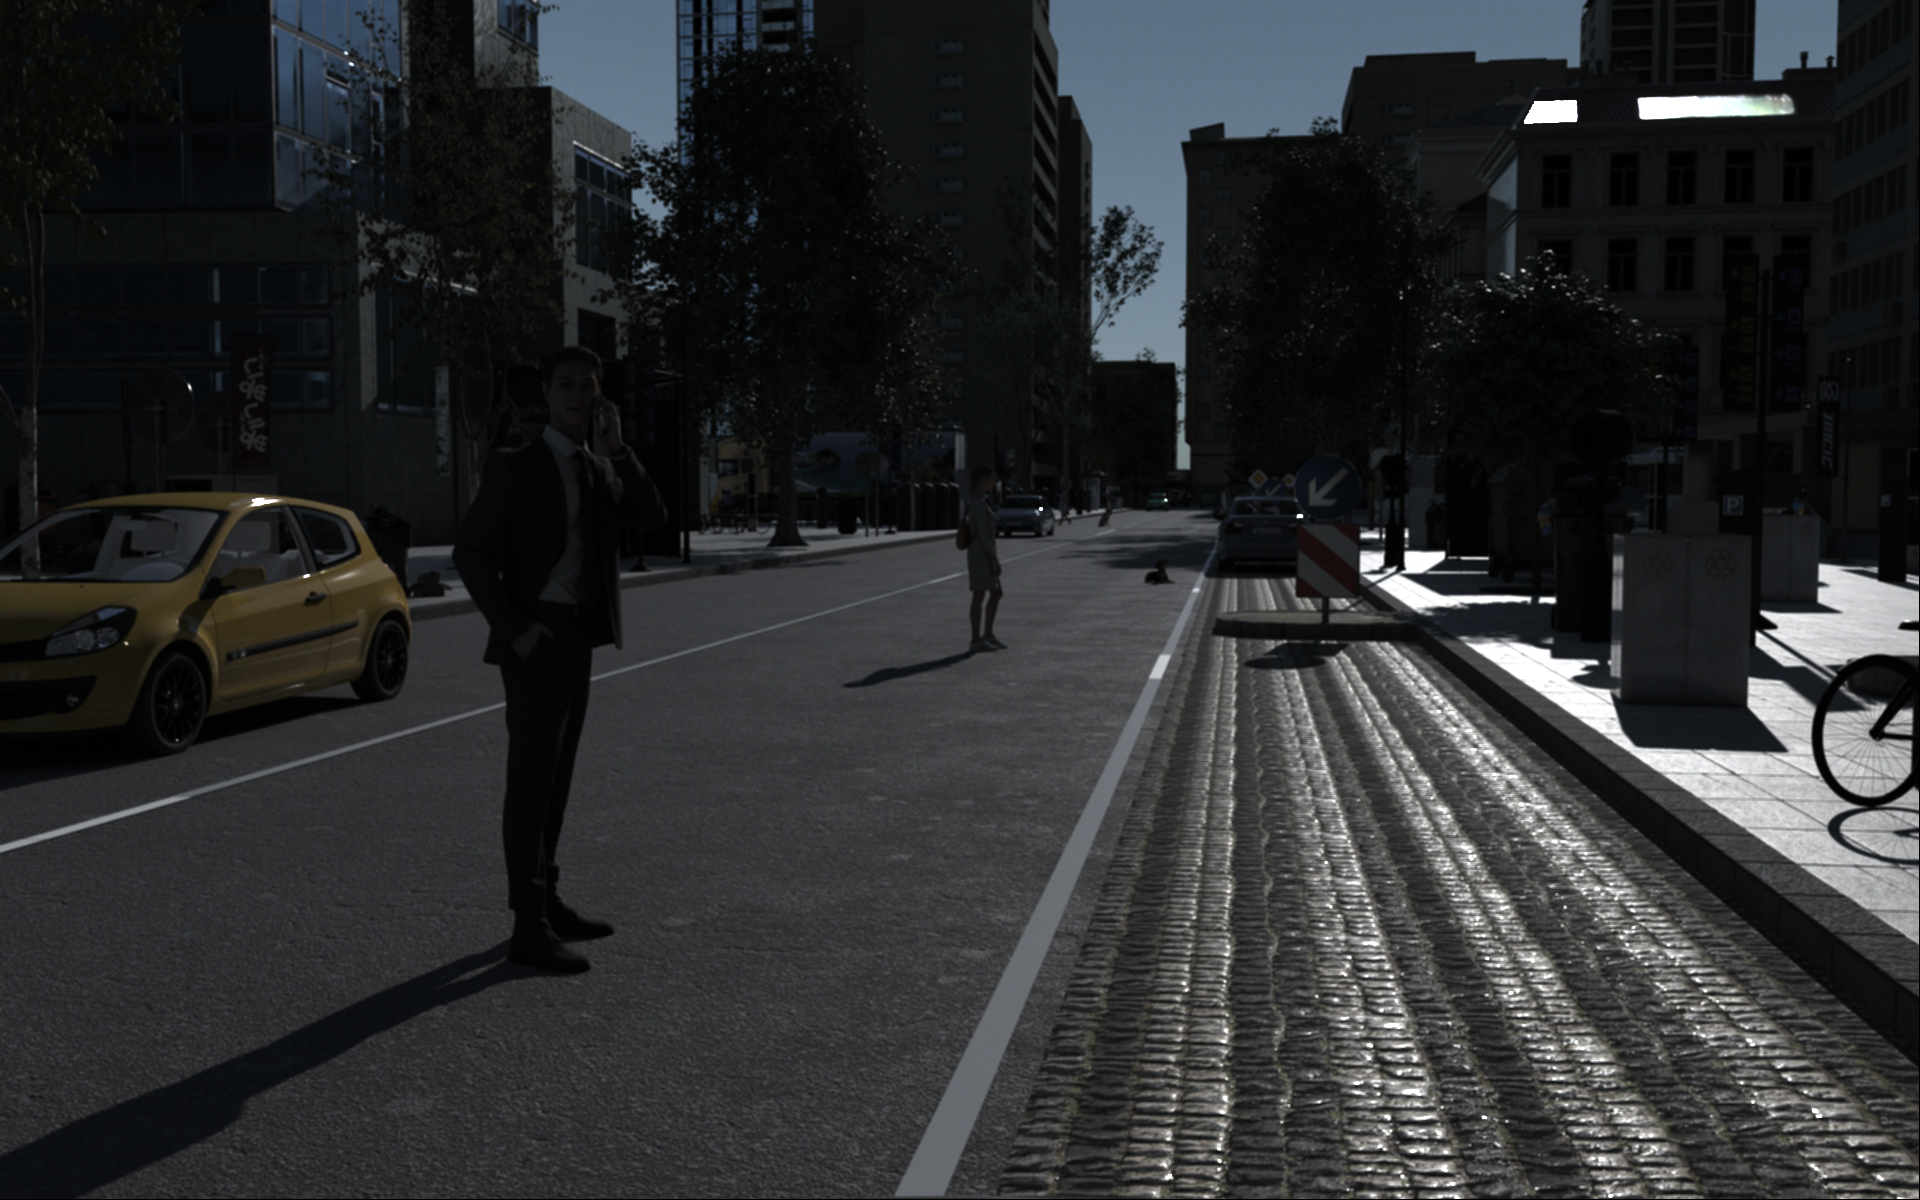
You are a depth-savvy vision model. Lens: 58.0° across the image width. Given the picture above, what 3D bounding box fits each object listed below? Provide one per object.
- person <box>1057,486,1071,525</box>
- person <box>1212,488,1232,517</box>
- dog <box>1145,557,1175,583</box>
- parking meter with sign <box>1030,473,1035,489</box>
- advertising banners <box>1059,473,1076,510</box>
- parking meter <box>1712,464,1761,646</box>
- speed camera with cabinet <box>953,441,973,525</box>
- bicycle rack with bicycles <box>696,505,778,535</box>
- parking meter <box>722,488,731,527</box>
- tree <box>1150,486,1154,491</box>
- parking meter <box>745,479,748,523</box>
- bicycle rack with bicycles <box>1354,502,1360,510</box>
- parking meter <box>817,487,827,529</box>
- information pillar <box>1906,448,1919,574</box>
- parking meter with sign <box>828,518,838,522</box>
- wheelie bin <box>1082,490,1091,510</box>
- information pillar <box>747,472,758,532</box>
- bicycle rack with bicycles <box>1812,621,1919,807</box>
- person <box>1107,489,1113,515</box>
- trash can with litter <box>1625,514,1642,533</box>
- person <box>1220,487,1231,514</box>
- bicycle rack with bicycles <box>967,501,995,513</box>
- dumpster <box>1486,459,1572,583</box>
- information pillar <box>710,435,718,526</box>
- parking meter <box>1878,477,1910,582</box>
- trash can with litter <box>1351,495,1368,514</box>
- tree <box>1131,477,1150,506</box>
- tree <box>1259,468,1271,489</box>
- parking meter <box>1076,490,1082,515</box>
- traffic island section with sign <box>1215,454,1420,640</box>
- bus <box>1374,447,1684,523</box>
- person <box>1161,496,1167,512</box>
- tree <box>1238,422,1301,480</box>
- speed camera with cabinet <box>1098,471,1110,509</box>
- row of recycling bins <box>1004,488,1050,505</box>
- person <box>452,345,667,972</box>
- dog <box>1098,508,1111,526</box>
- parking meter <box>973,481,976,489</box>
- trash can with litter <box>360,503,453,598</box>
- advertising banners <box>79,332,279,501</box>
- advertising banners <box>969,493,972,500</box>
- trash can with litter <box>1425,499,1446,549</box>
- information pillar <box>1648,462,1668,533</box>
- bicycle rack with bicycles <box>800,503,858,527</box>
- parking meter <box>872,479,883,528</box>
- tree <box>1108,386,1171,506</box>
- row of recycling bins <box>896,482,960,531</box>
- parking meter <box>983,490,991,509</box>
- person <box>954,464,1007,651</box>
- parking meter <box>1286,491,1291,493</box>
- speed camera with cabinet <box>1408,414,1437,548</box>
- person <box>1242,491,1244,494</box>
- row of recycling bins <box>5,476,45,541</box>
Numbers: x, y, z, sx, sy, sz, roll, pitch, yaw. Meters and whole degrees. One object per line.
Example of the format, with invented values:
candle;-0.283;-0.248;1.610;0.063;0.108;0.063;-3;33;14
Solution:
person;4.850;-4.388;80.344;0.778;1.811;0.616;2;4;35
person;16.634;-6.163;109.474;1.509;1.804;0.699;-1;4;-15
dog;3.268;-0.487;28.160;0.550;0.427;0.748;1;4;15
parking meter with sign;6.154;-9.133;145.587;0.543;3.016;1.738;2;4;29
advertising banners;9.059;-9.005;143.412;2.074;3.025;0.090;-2;4;-28
parking meter;6.575;-0.385;14.713;0.372;1.533;0.369;0;3;0
speed camera with cabinet;-0.028;-4.341;65.307;0.660;3.252;2.038;0;4;-5
bicycle rack with bicycles;-7.292;-2.590;55.736;2.852;0.926;2.925;3;5;43
parking meter;-9.158;-3.643;67.974;0.372;1.533;0.369;0;3;0
tree;23.041;-13.448;214.478;1.663;3.219;1.824;0;3;0
parking meter;-8.206;-3.765;67.268;0.255;1.863;0.399;0;3;0
bicycle rack with bicycles;31.514;-7.739;139.910;2.852;0.926;2.925;-3;5;-41
parking meter;-5.116;-3.409;64.141;0.372;1.533;0.369;0;3;0
information pillar;15.436;-1.435;27.946;0.304;2.012;0.304;2;4;32
parking meter with sign;-5.418;-5.198;81.249;1.738;3.016;0.543;-1;4;-22
wheelie bin;10.042;-7.905;137.150;0.980;1.594;0.693;3;4;38
information pillar;-7.055;-3.329;58.920;0.304;2.012;0.304;0;4;4
bicycle rack with bicycles;4.896;0.401;6.829;2.925;0.926;2.852;0;4;4
person;10.346;-6.747;119.366;0.362;1.759;0.519;2;4;26
trash can with litter;12.169;-1.284;32.374;1.055;1.170;0.624;-2;4;-32
person;15.317;-5.604;100.004;0.514;1.842;0.818;-3;5;-43
bicycle rack with bicycles;1.413;-4.738;90.847;2.925;0.926;2.852;1;4;23
dumpster;8.553;-1.216;25.636;1.264;1.857;1.865;1;4;9
information pillar;-9.753;-4.726;68.617;0.183;3.616;0.504;-3;5;-39
parking meter;13.715;-1.042;25.443;0.372;1.533;0.369;0;3;0
trash can with litter;25.213;-6.050;109.974;2.233;1.210;1.678;1;4;23
tree;19.722;-12.043;191.509;1.663;3.219;1.824;0;3;0
tree;33.679;-12.571;189.250;4.285;4.588;4.351;0;3;0
parking meter;7.306;-5.968;105.989;0.372;1.533;0.369;0;3;0
traffic island section with sign;3.662;-0.571;17.967;1.989;1.847;2.006;1;4;9
bus;22.339;-4.548;69.220;13.247;3.499;2.948;1;4;10
person;16.490;-7.780;139.950;0.590;1.304;0.306;-3;4;-36
tree;28.657;-14.597;156.792;7.486;12.596;7.792;0;3;0
speed camera with cabinet;11.821;-9.351;147.217;2.038;3.252;0.660;1;4;13
row of recycling bins;4.317;-6.619;115.331;3.534;1.692;1.069;-1;4;-20
person;-1.238;0.145;5.490;0.474;1.900;0.648;1;4;21
dog;6.317;-3.684;77.068;0.800;0.831;0.513;0;4;8
parking meter;0.793;-4.326;76.438;0.399;1.863;0.255;-3;5;-42
trash can with litter;-6.946;-0.626;21.625;1.055;1.170;0.624;-3;5;-43
advertising banners;-8.228;-1.358;18.387;2.074;3.025;0.090;-3;5;-43
advertising banners;0.136;-9.326;148.675;2.074;3.025;0.090;0;4;-2
trash can with litter;11.371;-1.773;40.373;1.055;1.170;0.624;1;4;18
information pillar;16.039;-2.160;39.812;0.304;2.012;0.304;0;4;-7
bicycle rack with bicycles;-5.332;-3.403;69.015;2.852;0.926;2.925;0;4;-4
parking meter;-3.153;-3.683;65.935;0.399;1.863;0.255;-1;4;-13
tree;18.813;-16.178;182.640;7.486;12.596;7.792;0;3;0
row of recycling bins;-1.064;-3.337;61.673;1.069;1.692;3.534;2;4;31
parking meter;1.111;-3.749;69.703;0.372;1.533;0.369;0;3;0
person;0.204;-0.386;15.807;0.522;1.701;0.512;0;4;-7
parking meter;23.776;-7.162;125.510;0.372;1.533;0.369;0;3;0
speed camera with cabinet;11.282;-2.930;42.234;0.660;3.252;2.038;1;4;16
person;31.296;-11.131;191.206;0.721;1.735;1.217;2;4;25
row of recycling bins;-22.344;-1.926;38.595;3.534;1.692;1.069;-2;4;-24
